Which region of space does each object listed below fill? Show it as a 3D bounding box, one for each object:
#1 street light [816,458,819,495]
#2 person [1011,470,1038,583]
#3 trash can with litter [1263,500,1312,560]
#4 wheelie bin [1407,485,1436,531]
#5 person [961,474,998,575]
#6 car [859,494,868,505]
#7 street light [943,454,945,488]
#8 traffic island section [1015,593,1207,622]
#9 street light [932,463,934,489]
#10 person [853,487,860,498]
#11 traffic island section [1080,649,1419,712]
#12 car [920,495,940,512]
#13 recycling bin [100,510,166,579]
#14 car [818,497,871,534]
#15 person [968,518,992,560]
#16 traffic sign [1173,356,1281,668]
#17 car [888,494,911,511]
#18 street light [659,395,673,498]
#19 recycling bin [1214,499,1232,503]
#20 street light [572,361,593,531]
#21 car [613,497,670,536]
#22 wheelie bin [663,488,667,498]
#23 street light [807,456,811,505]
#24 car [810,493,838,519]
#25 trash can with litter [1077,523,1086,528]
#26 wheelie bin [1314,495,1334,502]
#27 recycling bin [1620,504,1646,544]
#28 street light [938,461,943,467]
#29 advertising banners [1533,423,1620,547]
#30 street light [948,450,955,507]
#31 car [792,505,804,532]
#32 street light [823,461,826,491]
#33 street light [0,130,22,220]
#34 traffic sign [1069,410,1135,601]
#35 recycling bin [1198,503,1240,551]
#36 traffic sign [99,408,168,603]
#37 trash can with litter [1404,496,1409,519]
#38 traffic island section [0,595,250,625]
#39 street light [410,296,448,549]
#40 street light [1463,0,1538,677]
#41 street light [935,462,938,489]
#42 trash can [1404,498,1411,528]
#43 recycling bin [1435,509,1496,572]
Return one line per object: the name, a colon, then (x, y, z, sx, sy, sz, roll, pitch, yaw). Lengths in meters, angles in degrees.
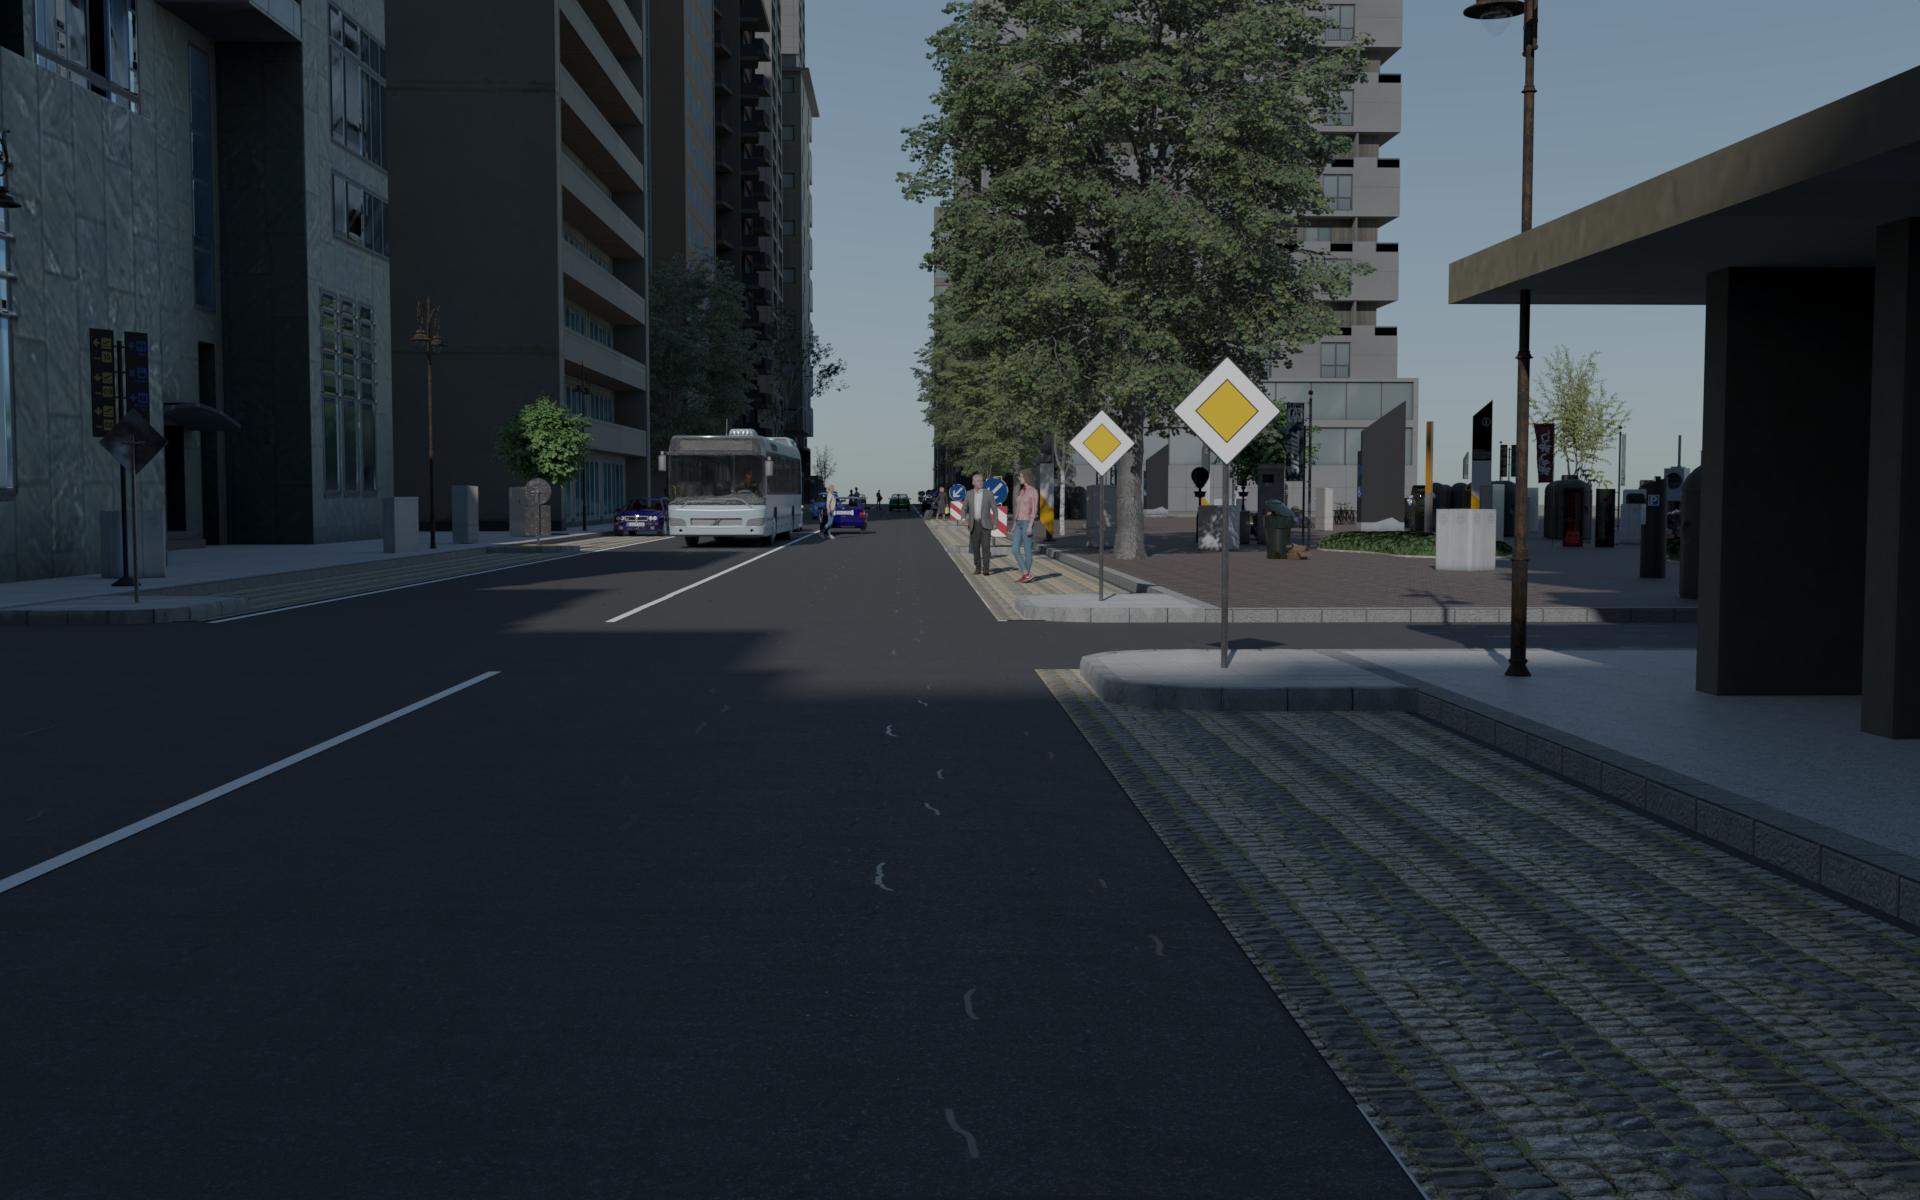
street light: (-18.110, -15.147, 220.442, 0.468, 5.910, 1.993, 0, 4, -2)
person: (1.018, -1.177, 27.753, 0.388, 1.821, 0.555, -3, 5, -42)
trash can with litter: (6.489, -1.392, 34.139, 0.624, 1.170, 1.055, -3, 4, -37)
wheelie bin: (16.013, -3.185, 59.982, 0.980, 1.594, 0.693, 0, 4, -2)
person: (0.345, -1.313, 30.373, 0.661, 1.777, 0.834, 0, 4, 0)
car: (-13.376, -13.568, 232.064, 2.015, 1.641, 3.980, 0, 4, -3)
street light: (-1.157, -12.184, 172.002, 0.468, 5.910, 1.993, 0, 4, -2)
traffic island section: (1.712, 0.092, 20.777, 2.009, 0.180, 2.903, 0, 4, -2)
street light: (-3.206, -16.010, 234.549, 0.468, 5.910, 1.993, 0, 4, -2)
person: (-5.675, -5.325, 95.580, 0.581, 1.822, 0.654, -3, 5, -44)
traffic island section: (1.970, 0.580, 12.796, 2.009, 0.180, 2.903, 0, 4, -2)
car: (-2.152, -7.501, 135.229, 1.945, 1.354, 3.894, 0, 4, -1)
recycling bin: (-12.704, -0.859, 26.601, 0.722, 1.027, 0.722, 3, 5, 43)
car: (-4.237, -3.101, 63.286, 1.945, 1.354, 3.894, 0, 4, -3)
person: (0.417, -1.754, 37.595, 0.576, 1.772, 0.534, 1, 4, 19)
traffic sign: (1.947, -0.555, 12.718, 0.795, 2.450, 0.064, 0, 4, -2)
car: (-5.088, -8.409, 146.284, 1.959, 1.807, 4.718, 0, 4, -1)
street light: (-13.684, -6.612, 80.894, 0.468, 5.910, 1.993, 0, 4, -2)
recycling bin: (13.639, -4.731, 89.907, 0.722, 1.027, 0.722, 2, 4, 33)
street light: (-13.154, -5.365, 60.508, 0.468, 5.910, 1.993, 0, 4, -2)
car: (-10.747, -2.862, 59.382, 1.945, 1.354, 3.894, 0, 3, 0)
wheelie bin: (-15.657, -5.255, 93.826, 0.980, 1.594, 0.693, 0, 4, -5)
street light: (-17.520, -13.900, 200.057, 0.468, 5.910, 1.993, 0, 4, -2)
car: (-7.583, -5.481, 99.205, 1.945, 1.707, 3.694, 0, 4, -3)
trash can with litter: (5.199, -3.248, 64.166, 1.678, 1.210, 2.233, -2, 4, -26)
wheelie bin: (18.960, -5.035, 90.224, 0.980, 1.594, 0.693, 1, 4, 10)
recycling bin: (17.468, -1.952, 44.462, 0.722, 1.027, 0.722, -1, 4, -20)
street light: (-1.871, -13.515, 193.755, 0.468, 5.910, 1.993, 0, 4, -2)
advertising banners: (14.973, -2.811, 42.152, 2.074, 3.025, 0.090, 2, 4, 35)
street light: (-0.568, -10.962, 152.021, 0.468, 5.910, 1.993, 0, 4, -2)
car: (-7.022, -3.308, 66.446, 2.083, 1.381, 4.827, 0, 4, -3)
street light: (-18.875, -16.422, 241.288, 0.468, 5.910, 1.993, 0, 4, -2)
street light: (-11.701, -2.922, 20.555, 0.468, 5.910, 1.993, 0, 4, -2)
traffic sign: (1.689, -1.043, 20.699, 0.795, 2.450, 0.064, 0, 4, -2)
recycling bin: (5.900, -1.646, 39.467, 0.722, 1.027, 0.722, 3, 4, 36)
traffic sign: (-9.700, -1.022, 20.353, 0.795, 2.450, 0.064, 0, 4, -2)
trash can with litter: (22.016, -4.639, 86.899, 1.678, 1.210, 2.233, -3, 5, -42)
traffic island section: (-9.723, 0.114, 20.414, 2.009, 0.180, 2.903, 0, 4, -2)
street light: (-12.386, -4.143, 40.533, 0.468, 5.910, 1.993, 0, 4, -2)
street light: (3.941, -2.402, 12.059, 0.468, 5.910, 1.993, 0, 4, -2)
street light: (-2.585, -14.773, 214.332, 0.468, 5.910, 1.993, 0, 4, -2)
trash can: (17.327, -3.343, 66.304, 0.748, 1.137, 0.748, 0, 3, 0)
recycling bin: (8.444, -1.001, 28.916, 0.722, 1.027, 0.722, -3, 4, -37)
